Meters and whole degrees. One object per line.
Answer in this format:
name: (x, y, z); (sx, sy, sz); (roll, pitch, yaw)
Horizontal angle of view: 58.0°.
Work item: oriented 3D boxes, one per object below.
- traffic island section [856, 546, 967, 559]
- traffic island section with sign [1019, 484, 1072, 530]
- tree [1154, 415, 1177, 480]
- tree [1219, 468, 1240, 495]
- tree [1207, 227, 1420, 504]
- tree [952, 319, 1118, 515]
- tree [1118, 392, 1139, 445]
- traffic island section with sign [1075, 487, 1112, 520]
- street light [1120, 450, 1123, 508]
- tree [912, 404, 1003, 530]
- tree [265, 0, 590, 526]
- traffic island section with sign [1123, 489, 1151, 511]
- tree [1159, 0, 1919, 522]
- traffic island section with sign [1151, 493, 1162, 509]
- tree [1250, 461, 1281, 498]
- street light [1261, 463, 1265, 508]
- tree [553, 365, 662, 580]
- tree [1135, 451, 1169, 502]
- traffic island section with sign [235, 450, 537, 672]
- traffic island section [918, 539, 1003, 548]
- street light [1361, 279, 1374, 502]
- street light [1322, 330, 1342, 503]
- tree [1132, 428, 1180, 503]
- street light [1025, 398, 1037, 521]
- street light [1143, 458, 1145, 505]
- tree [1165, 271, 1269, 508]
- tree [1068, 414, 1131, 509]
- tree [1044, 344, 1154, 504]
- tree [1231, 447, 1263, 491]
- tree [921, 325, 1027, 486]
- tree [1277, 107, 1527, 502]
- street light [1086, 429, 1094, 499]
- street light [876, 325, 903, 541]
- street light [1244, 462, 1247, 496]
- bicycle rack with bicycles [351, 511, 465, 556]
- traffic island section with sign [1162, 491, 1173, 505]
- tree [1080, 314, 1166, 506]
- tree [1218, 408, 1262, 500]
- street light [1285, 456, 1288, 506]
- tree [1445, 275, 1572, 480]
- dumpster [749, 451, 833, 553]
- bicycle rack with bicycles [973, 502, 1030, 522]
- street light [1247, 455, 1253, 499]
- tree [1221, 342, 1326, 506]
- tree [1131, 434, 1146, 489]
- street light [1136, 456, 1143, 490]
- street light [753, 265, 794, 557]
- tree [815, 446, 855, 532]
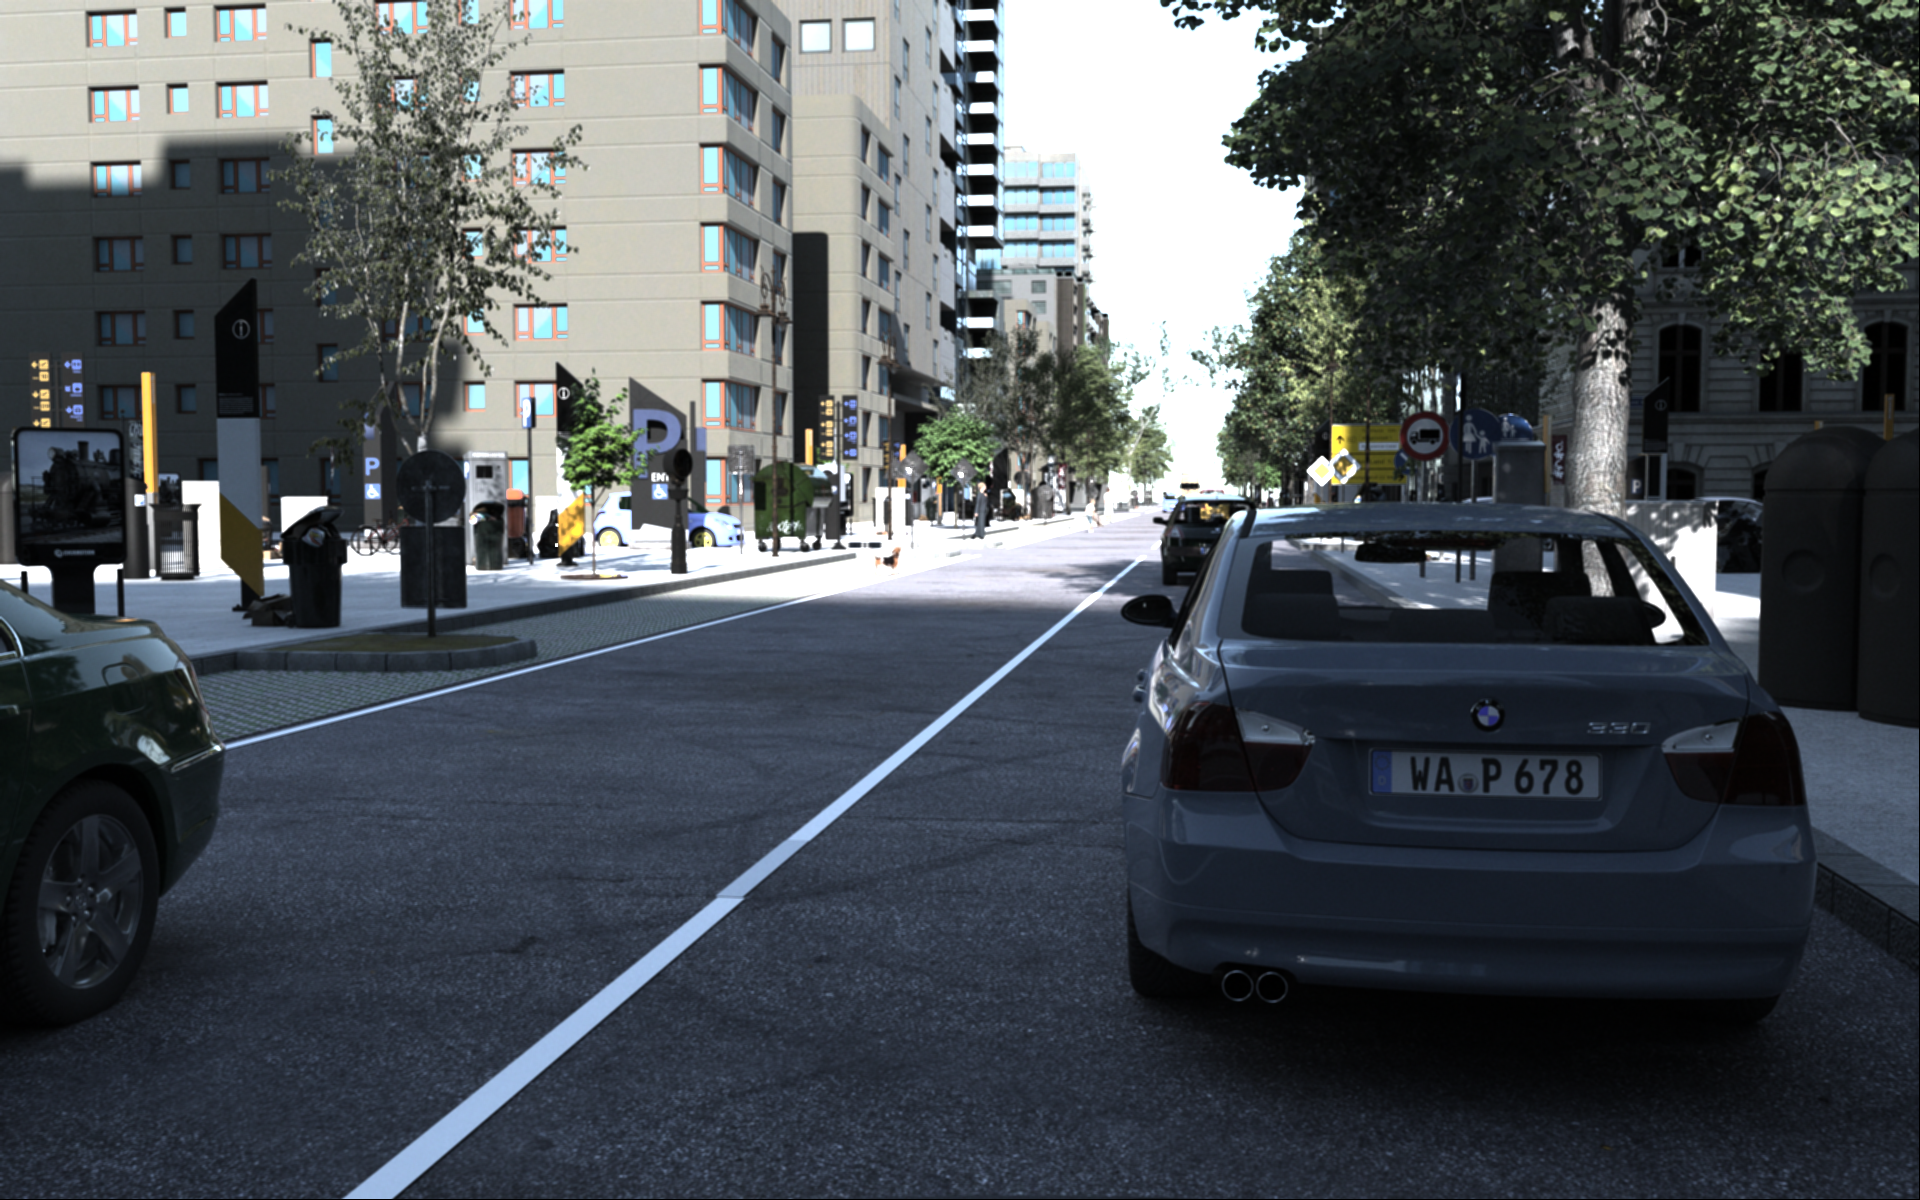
traffic island section: (-1.104, -1.040, 39.290); (2.009, 0.180, 2.903); (1, 4, 8)
traffic island section with sign: (3.468, -3.739, 69.762); (1.989, 1.847, 2.006); (1, 4, 8)
tree: (23.677, -18.501, 220.622); (7.486, 12.596, 7.792); (0, 3, 0)
tree: (43.986, -21.530, 270.140); (7.486, 12.596, 7.792); (0, 3, 0)
tree: (15.069, -9.565, 73.401); (9.611, 12.733, 9.660); (0, 3, 0)
tree: (3.492, -9.602, 91.405); (8.767, 10.594, 7.601); (1, 4, 10)
tree: (6.615, -10.445, 105.186); (8.767, 10.594, 7.601); (0, 4, -2)
traffic island section with sign: (7.453, -5.375, 96.502); (1.989, 1.847, 2.006); (1, 4, 8)
street light: (14.742, -11.369, 158.668); (0.468, 5.910, 1.993); (1, 4, 8)
tree: (-0.076, -4.847, 62.969); (4.285, 4.588, 4.351); (0, 3, 0)
tree: (-6.874, -4.388, 22.105); (4.360, 8.622, 3.978); (0, 3, 0)
traffic island section with sign: (14.662, -8.320, 144.656); (1.989, 1.847, 2.006); (1, 4, 8)
tree: (5.375, -6.589, 14.386); (9.857, 13.997, 8.962); (0, 3, 0)
traffic island section with sign: (18.780, -10.002, 172.155); (1.989, 1.847, 2.006); (1, 4, 8)
tree: (23.523, -8.987, 130.643); (4.285, 4.588, 4.351); (0, 3, 0)
street light: (21.918, -9.358, 125.794); (0.468, 5.910, 1.993); (1, 4, 8)
tree: (-5.557, -1.924, 26.065); (1.663, 3.219, 1.824); (0, 3, 0)
tree: (30.655, -19.594, 270.718); (4.360, 8.622, 3.978); (0, 3, 0)
traffic island section with sign: (-4.754, -0.378, 14.812); (1.989, 1.847, 2.006); (1, 4, 8)
traffic island section: (0.078, -1.523, 47.187); (2.009, 0.180, 2.903); (1, 4, 8)
street light: (8.795, -3.947, 37.328); (0.468, 5.910, 1.993); (1, 4, 8)
street light: (10.489, -4.659, 48.968); (0.468, 5.910, 1.993); (1, 4, 8)
tree: (29.346, -20.649, 263.368); (9.928, 11.665, 9.643); (0, 3, 0)
street light: (3.427, -6.761, 83.333); (0.468, 5.910, 1.993); (1, 4, 8)
street light: (21.847, -14.257, 205.890); (0.468, 5.910, 1.993); (1, 4, 8)
tree: (25.076, -17.978, 149.832); (12.611, 20.169, 13.585); (0, 3, 0)
tree: (10.777, -11.591, 139.882); (4.737, 8.622, 4.395); (0, 3, 0)
tree: (9.954, -13.055, 131.575); (7.486, 12.596, 7.792); (0, 3, 0)
tree: (23.955, -11.612, 140.222); (4.360, 8.622, 3.978); (0, 3, 0)
tree: (0.767, -7.631, 75.135); (4.360, 8.622, 3.978); (0, 3, 0)
tree: (8.122, -4.944, 31.190); (4.737, 8.622, 4.395); (0, 3, 0)
street light: (9.458, -9.206, 123.307); (0.468, 5.910, 1.993); (1, 4, 8)
street light: (-1.936, -4.580, 47.669); (0.468, 5.910, 1.993); (1, 4, 8)
street light: (32.335, -13.609, 195.287); (0.468, 5.910, 1.993); (1, 4, 8)
bicycle rack with bicycles: (-11.654, -1.451, 37.103); (2.925, 0.926, 2.852); (-2, 4, -26)
traffic island section with sign: (26.888, -13.316, 226.338); (1.989, 1.847, 2.006); (1, 4, 8)
tree: (19.083, -19.936, 181.835); (12.611, 20.169, 13.585); (0, 3, 0)
tree: (31.493, -15.864, 185.128); (9.928, 11.665, 9.643); (0, 3, 0)
street light: (15.817, -6.790, 83.803); (0.468, 5.910, 1.993); (1, 4, 8)
tree: (17.197, -6.393, 54.881); (4.360, 8.622, 3.978); (0, 3, 0)
dumpster: (-3.776, -2.209, 38.619); (1.502, 2.255, 1.985); (1, 4, 8)
bicycle rack with bicycles: (2.073, -4.088, 80.226); (2.925, 0.926, 2.852); (-3, 4, -38)
street light: (27.078, -11.473, 160.373); (0.468, 5.910, 1.993); (1, 4, 8)
tree: (19.407, -10.420, 104.784); (8.767, 10.594, 7.601); (3, 4, 37)
tree: (13.829, -12.325, 151.880); (4.737, 8.622, 4.395); (0, 3, 0)
street light: (19.808, -13.485, 193.261); (0.468, 5.910, 1.993); (1, 4, 8)
street light: (-3.760, -3.810, 35.079); (0.468, 5.910, 1.993); (1, 4, 8)
tree: (-4.600, -3.965, 59.433); (1.663, 3.219, 1.824); (0, 3, 0)
